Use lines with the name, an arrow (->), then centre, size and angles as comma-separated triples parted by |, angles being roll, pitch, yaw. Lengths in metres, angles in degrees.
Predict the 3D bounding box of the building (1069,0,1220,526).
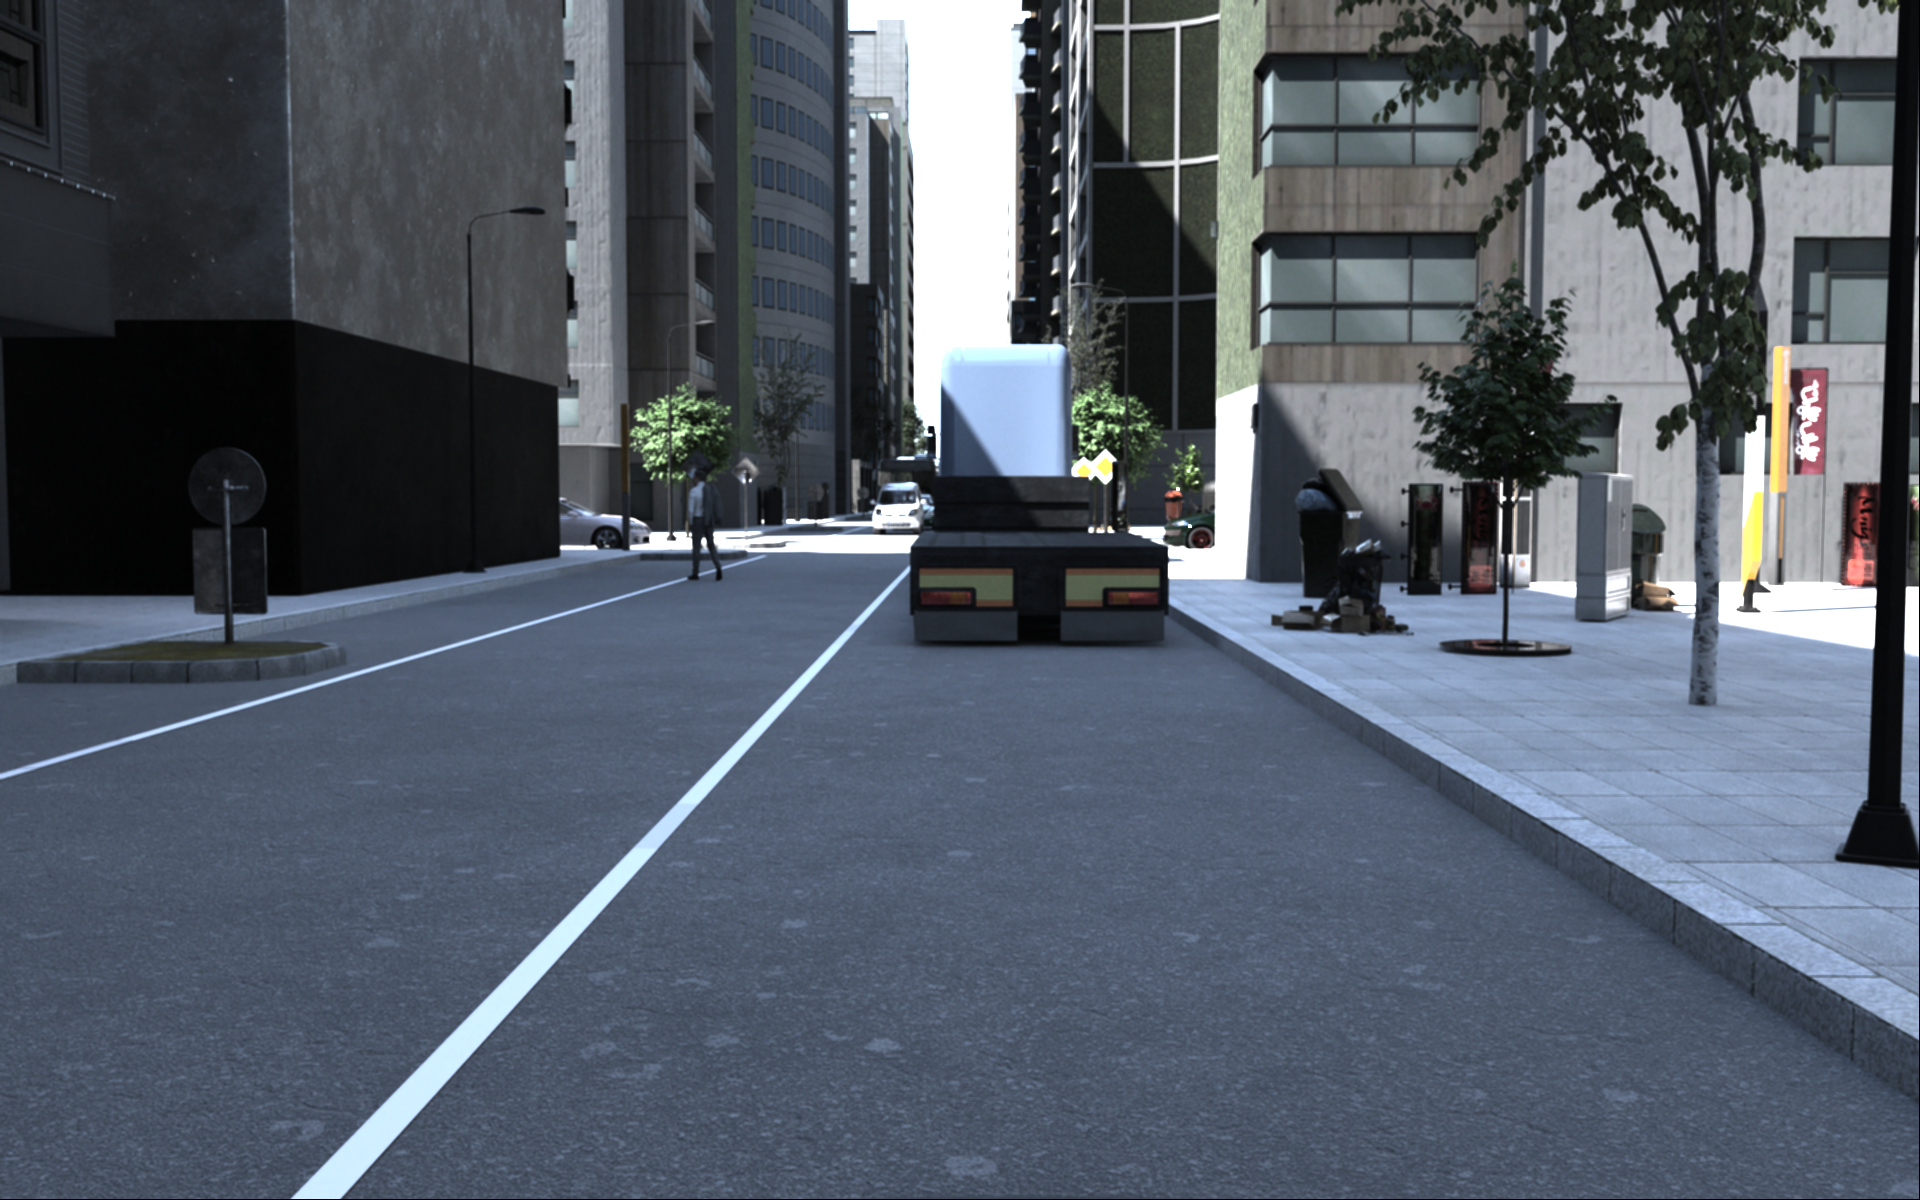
building -> 13.208, -38.827, 73.080 | 20.563, 71.187, 20.611 | 0, 4, 1

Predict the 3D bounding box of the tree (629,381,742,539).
tree -> -8.041, -4.086, 50.512 | 4.285, 4.588, 4.351 | 0, 3, 0

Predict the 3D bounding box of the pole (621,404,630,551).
pole -> -7.592, -2.782, 39.322 | 0.158, 3.312, 0.155 | 0, 3, 0

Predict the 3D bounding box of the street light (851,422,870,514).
street light -> -6.478, -8.517, 111.793 | 1.470, 5.913, 1.316 | 0, 4, 1

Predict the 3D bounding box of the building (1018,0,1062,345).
building -> 15.887, -29.629, 139.058 | 22.147, 44.769, 28.867 | 0, 4, 1

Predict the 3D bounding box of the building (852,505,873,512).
building -> -17.179, -42.361, 130.858 | 20.563, 71.187, 20.611 | 0, 4, 1

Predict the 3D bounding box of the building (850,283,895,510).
building -> -20.408, -19.088, 157.120 | 27.650, 21.520, 28.899 | 0, 4, 1

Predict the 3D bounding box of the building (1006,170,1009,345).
building -> 17.317, -37.992, 244.877 | 21.300, 48.544, 21.600 | 0, 4, 1

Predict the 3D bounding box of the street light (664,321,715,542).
street light -> -7.258, -4.529, 46.585 | 1.470, 5.913, 1.316 | 0, 4, 1

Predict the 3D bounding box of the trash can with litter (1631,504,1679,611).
trash can with litter -> 7.722, -0.488, 19.365 | 0.624, 1.170, 1.055 | 0, 4, -4

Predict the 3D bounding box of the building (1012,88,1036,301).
building -> 12.791, -33.025, 190.067 | 14.600, 45.320, 14.200 | 0, 4, 1

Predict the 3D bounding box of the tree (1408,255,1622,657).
tree -> 4.588, -1.193, 14.103 | 1.663, 3.219, 1.824 | 0, 3, 0

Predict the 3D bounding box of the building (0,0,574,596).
building -> -16.563, -9.922, 29.679 | 16.811, 18.784, 16.820 | 0, 4, 1

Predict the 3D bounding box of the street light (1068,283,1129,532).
street light -> 3.141, -4.022, 38.299 | 1.470, 5.913, 1.316 | 0, 4, 1

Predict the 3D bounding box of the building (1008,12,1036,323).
building -> 16.641, -41.425, 219.297 | 21.231, 58.520, 28.212 | 0, 4, 1

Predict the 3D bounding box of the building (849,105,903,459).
building -> -13.176, -30.232, 177.891 | 14.154, 41.232, 14.086 | 0, 4, 1

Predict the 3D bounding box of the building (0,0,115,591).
building -> -15.358, -12.944, 5.148 | 14.314, 27.812, 24.014 | 0, 4, 1

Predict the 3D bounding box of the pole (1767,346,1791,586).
pole -> 11.389, -1.849, 24.075 | 0.158, 3.312, 0.155 | 0, 3, 0

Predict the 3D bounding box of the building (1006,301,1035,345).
building -> 18.585, -19.828, 169.219 | 27.650, 21.520, 28.899 | 0, 4, 1

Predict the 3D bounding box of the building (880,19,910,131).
building -> -15.855, -50.664, 266.608 | 20.563, 71.187, 20.611 | 0, 4, 1

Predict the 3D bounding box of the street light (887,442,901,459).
street light -> -5.984, -11.198, 155.635 | 1.470, 5.913, 1.316 | 0, 4, 1

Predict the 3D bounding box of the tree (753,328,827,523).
tree -> -7.921, -7.672, 75.802 | 4.360, 8.622, 3.978 | 0, 3, 0

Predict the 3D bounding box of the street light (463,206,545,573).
street light -> -7.393, -3.400, 28.131 | 1.470, 5.913, 1.316 | 0, 4, 1

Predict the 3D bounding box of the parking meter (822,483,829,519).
parking meter -> -6.834, -5.033, 87.997 | 0.255, 1.863, 0.399 | 1, 4, 14

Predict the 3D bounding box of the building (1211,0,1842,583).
building -> 11.432, -15.853, 30.905 | 14.160, 30.474, 14.107 | 0, 4, 1

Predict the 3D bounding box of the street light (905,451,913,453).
street light -> -5.708, -13.178, 188.005 | 1.470, 5.913, 1.316 | 0, 4, 1

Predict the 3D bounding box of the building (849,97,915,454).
building -> -16.676, -36.201, 215.586 | 21.300, 48.544, 21.600 | 0, 4, 1

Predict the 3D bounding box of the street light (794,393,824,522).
street light -> -6.917, -6.533, 79.362 | 1.470, 5.913, 1.316 | 0, 4, 1

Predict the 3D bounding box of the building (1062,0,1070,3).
building -> 16.700, -34.482, 105.781 | 21.231, 58.520, 28.212 | 0, 4, 1

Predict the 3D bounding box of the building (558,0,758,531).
building -> -15.220, -23.114, 61.514 | 14.154, 41.232, 14.086 | 0, 4, 1

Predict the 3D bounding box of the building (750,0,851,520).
building -> -17.680, -33.887, 96.056 | 21.231, 58.520, 28.212 | 0, 4, 1

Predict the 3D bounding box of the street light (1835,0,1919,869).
street light -> 2.707, -2.042, 5.931 | 1.470, 5.913, 1.316 | 0, 4, 1

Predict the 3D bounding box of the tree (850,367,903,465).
tree -> -8.067, -11.212, 117.721 | 8.767, 10.594, 7.601 | 0, 4, -6

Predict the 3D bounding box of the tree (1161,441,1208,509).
tree -> 8.156, -4.041, 60.672 | 1.663, 3.219, 1.824 | 0, 3, 0
